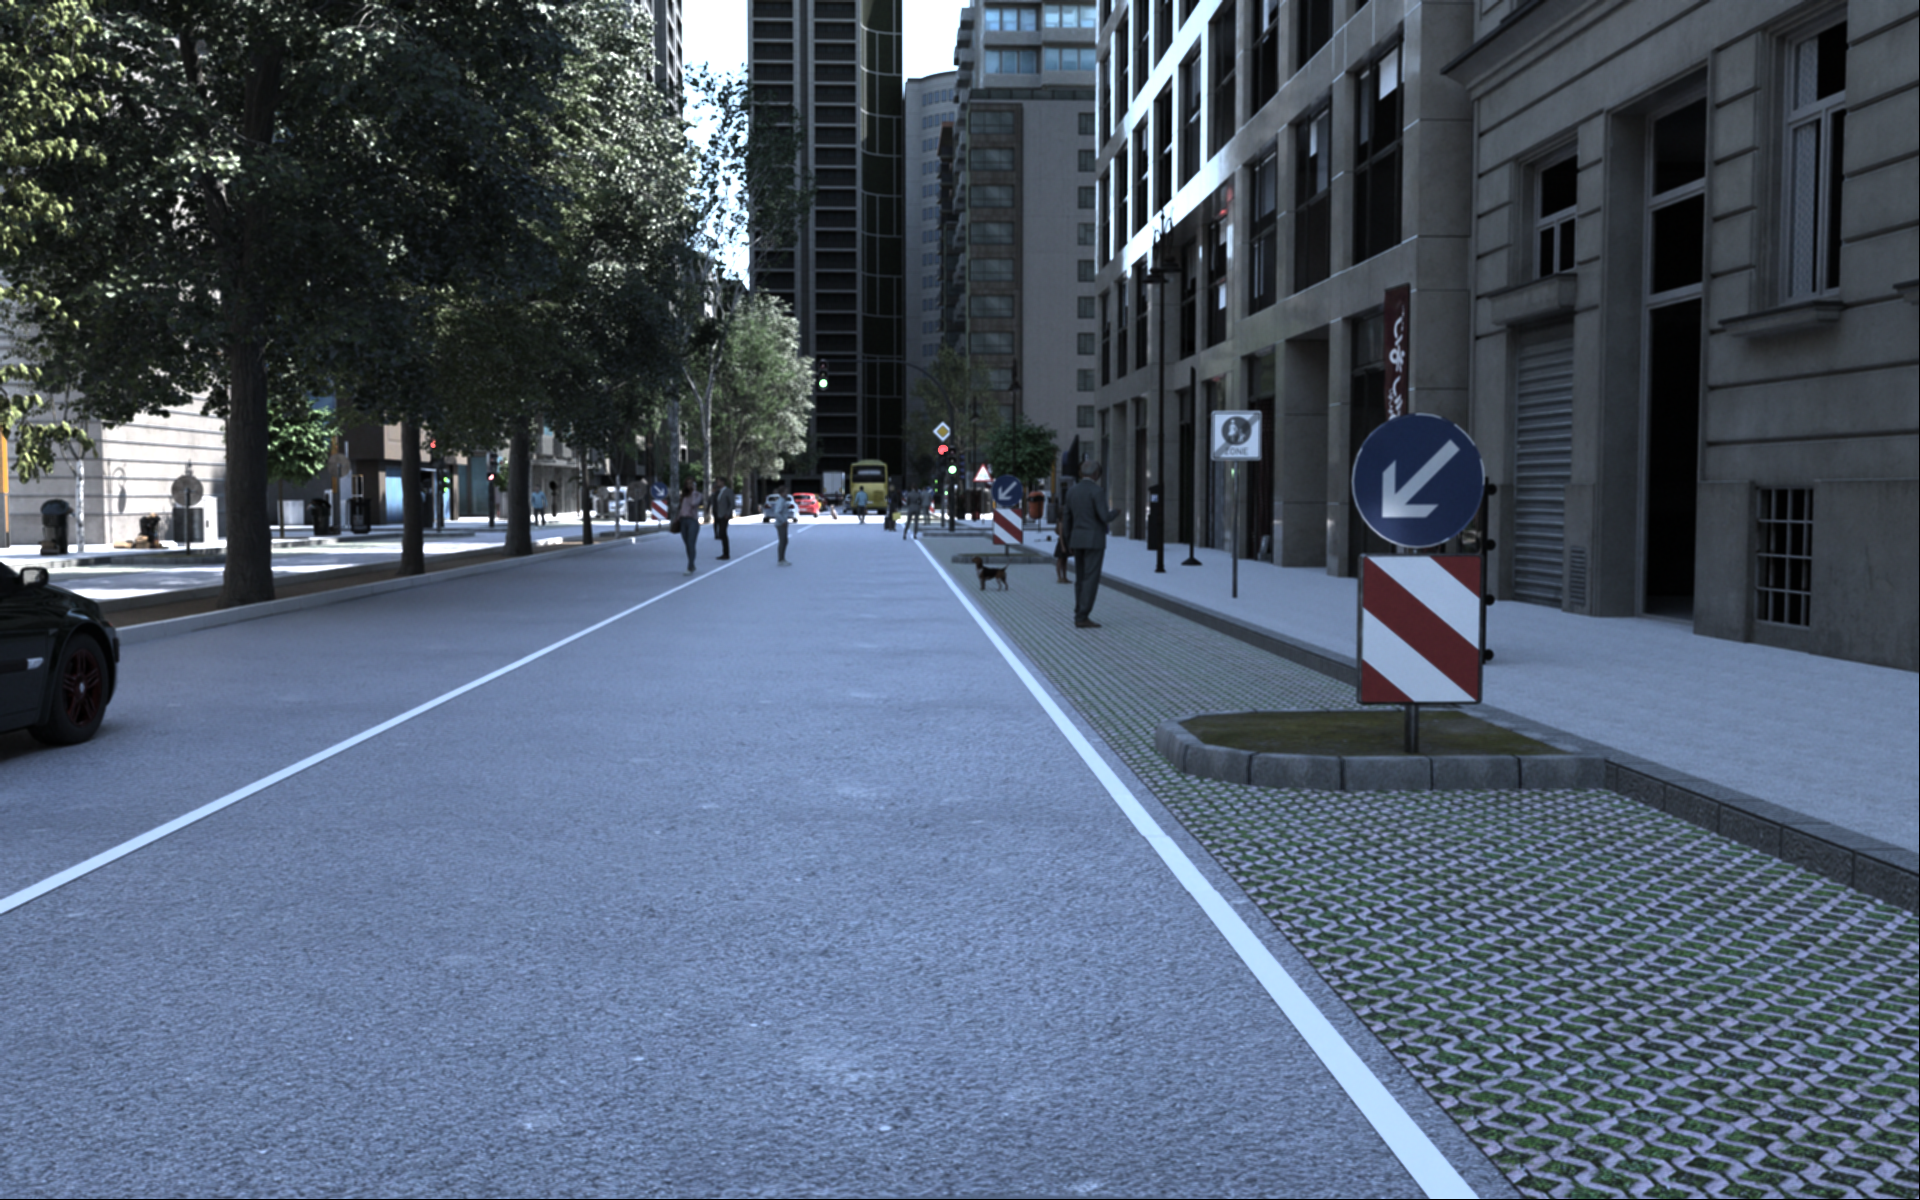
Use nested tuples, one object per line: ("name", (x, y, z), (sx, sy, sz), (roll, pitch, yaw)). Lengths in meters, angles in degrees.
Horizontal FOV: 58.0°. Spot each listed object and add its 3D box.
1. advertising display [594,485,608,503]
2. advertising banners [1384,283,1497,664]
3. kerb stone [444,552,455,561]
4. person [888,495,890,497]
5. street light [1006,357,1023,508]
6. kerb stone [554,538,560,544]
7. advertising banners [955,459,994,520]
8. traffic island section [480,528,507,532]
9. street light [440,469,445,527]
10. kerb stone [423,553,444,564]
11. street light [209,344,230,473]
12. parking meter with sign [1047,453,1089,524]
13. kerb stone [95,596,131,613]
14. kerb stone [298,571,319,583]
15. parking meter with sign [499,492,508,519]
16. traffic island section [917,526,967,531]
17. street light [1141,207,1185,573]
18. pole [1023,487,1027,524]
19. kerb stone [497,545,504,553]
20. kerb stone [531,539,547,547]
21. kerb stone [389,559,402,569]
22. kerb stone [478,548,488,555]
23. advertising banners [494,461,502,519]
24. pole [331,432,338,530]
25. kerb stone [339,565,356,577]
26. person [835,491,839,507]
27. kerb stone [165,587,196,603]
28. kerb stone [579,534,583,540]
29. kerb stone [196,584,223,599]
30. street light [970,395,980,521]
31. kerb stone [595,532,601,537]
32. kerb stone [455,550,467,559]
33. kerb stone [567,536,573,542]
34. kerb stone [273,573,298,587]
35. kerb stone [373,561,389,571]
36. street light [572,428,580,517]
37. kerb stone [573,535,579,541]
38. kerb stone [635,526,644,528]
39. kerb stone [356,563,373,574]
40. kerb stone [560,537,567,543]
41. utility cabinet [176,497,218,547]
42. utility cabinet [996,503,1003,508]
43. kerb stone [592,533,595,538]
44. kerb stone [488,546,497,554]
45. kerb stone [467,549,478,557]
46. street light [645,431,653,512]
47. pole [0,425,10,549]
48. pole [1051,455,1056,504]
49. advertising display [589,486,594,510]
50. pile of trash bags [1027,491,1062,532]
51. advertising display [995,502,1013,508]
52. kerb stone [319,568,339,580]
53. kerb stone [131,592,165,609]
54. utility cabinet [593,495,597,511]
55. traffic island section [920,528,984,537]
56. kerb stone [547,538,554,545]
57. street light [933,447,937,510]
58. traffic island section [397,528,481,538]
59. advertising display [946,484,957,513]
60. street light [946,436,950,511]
("advertising display", (-26.552, -7.543, 128.544), (0.974, 1.923, 0.123), (2, 4, 24))
("advertising banners", (3.796, -1.083, 13.893), (0.090, 3.025, 2.074), (-1, 4, -9))
("kerb stone", (-11.100, -0.923, 37.283), (0.120, 0.150, 1.000), (0, 4, -3))
("person", (-7.683, -10.404, 178.693), (1.348, 1.812, 0.705), (-2, 4, -29))
("street light", (1.837, -5.252, 58.659), (0.468, 5.910, 1.993), (0, 4, -3))
("kerb stone", (-11.672, -1.676, 49.601), (0.120, 0.150, 1.000), (0, 4, -3))
("advertising banners", (0.765, -5.538, 86.740), (2.074, 3.025, 0.090), (1, 4, 16))
("traffic island section", (-17.912, -2.687, 66.205), (2.009, 0.180, 2.903), (0, 4, -3))
("street light", (-19.955, -5.738, 66.600), (0.468, 5.910, 1.993), (0, 4, -3))
("kerb stone", (-11.039, -0.860, 36.262), (0.120, 0.150, 1.000), (0, 4, -3))
("street light", (-18.999, -4.410, 44.894), (0.468, 5.910, 1.993), (0, 4, -3))
("parking meter with sign", (4.592, -4.771, 74.260), (1.738, 3.016, 0.543), (1, 4, 23))
("kerb stone", (-10.319, 0.079, 20.902), (0.120, 0.150, 1.000), (0, 4, -3))
("kerb stone", (-10.660, -0.359, 28.069), (0.120, 0.150, 1.000), (0, 4, -3))
("parking meter with sign", (-23.319, -5.676, 89.060), (1.738, 3.016, 0.543), (-3, 5, -41))
("traffic island section", (-0.640, -2.736, 67.015), (2.009, 0.180, 2.903), (0, 4, -3))
("street light", (3.283, -3.390, 28.220), (0.468, 5.910, 1.993), (0, 4, -3))
("pole", (2.742, -4.886, 73.731), (0.158, 3.312, 0.155), (0, 3, 0))
("kerb stone", (-11.331, -1.236, 42.401), (0.120, 0.150, 1.000), (0, 4, -3))
("kerb stone", (-11.576, -1.548, 47.540), (0.120, 0.150, 1.000), (0, 4, -3))
("kerb stone", (-10.908, -0.673, 33.192), (0.120, 0.150, 1.000), (0, 4, -3))
("kerb stone", (-11.232, -1.102, 40.358), (0.120, 0.150, 1.000), (0, 4, -3))
("advertising banners", (-24.244, -5.795, 90.932), (0.090, 3.025, 2.074), (0, 4, -1))
("pole", (-19.935, -3.758, 55.283), (0.158, 3.312, 0.155), (0, 3, 0))
("kerb stone", (-10.761, -0.485, 30.125), (0.120, 0.150, 1.000), (0, 4, -3))
("person", (-13.846, -11.397, 195.531), (0.721, 1.739, 1.217), (1, 4, 9))
("kerb stone", (-10.416, -0.046, 22.953), (0.120, 0.150, 1.000), (0, 4, -3))
("kerb stone", (-11.864, -1.927, 53.701), (0.120, 0.150, 1.000), (0, 4, -3))
("kerb stone", (-10.458, -0.109, 23.974), (0.120, 0.150, 1.000), (0, 4, -3))
("street light", (0.688, -6.623, 81.074), (0.468, 5.910, 1.993), (0, 4, -3))
("kerb stone", (-12.071, -2.177, 57.783), (0.120, 0.150, 1.000), (0, 4, -3))
("kerb stone", (-11.134, -0.985, 38.308), (0.120, 0.150, 1.000), (0, 4, -3))
("kerb stone", (-11.780, -1.801, 51.649), (0.120, 0.150, 1.000), (0, 4, -3))
("kerb stone", (-10.613, -0.296, 27.042), (0.120, 0.150, 1.000), (0, 4, -3))
("kerb stone", (-10.856, -0.610, 32.169), (0.120, 0.150, 1.000), (0, 4, -3))
("street light", (-21.295, -7.565, 96.481), (0.468, 5.910, 1.993), (0, 4, -3))
("kerb stone", (-11.817, -1.864, 52.671), (0.120, 0.150, 1.000), (0, 4, -3))
("kerb stone", (-12.525, -2.771, 67.499), (0.120, 0.150, 1.000), (0, 4, -3))
("kerb stone", (-10.815, -0.547, 31.145), (0.120, 0.150, 1.000), (0, 4, -3))
("kerb stone", (-11.728, -1.736, 50.629), (0.120, 0.150, 1.000), (0, 4, -3))
("utility cabinet", (-18.644, -1.906, 42.329), (0.306, 1.237, 1.020), (2, 4, 24))
("utility cabinet", (1.913, -4.497, 84.685), (0.306, 1.237, 1.020), (0, 4, -1))
("kerb stone", (-11.968, -2.049, 55.742), (0.120, 0.150, 1.000), (0, 4, -3))
("kerb stone", (-11.286, -1.171, 41.379), (0.120, 0.150, 1.000), (0, 4, -3))
("kerb stone", (-11.188, -1.048, 39.330), (0.120, 0.150, 1.000), (0, 4, -3))
("street light", (-22.783, -9.442, 127.165), (0.468, 5.910, 1.993), (0, 4, -3))
("pole", (-22.439, -2.860, 40.598), (0.158, 3.312, 0.155), (0, 3, 0))
("pole", (4.055, -4.975, 75.185), (0.158, 3.312, 0.155), (0, 3, 0))
("advertising display", (-28.971, -8.017, 136.283), (0.123, 1.923, 0.974), (3, 5, 43))
("pile of trash bags", (3.859, -3.001, 58.818), (3.447, 1.369, 1.912), (-2, 4, -24))
("advertising display", (2.237, -5.043, 87.674), (0.974, 1.923, 0.123), (0, 4, 3))
("kerb stone", (-10.699, -0.422, 29.101), (0.120, 0.150, 1.000), (0, 4, -3))
("kerb stone", (-10.364, 0.018, 21.927), (0.120, 0.150, 1.000), (0, 4, -3))
("utility cabinet", (-27.194, -7.229, 129.363), (0.306, 1.237, 1.020), (0, 4, 0))
("traffic island section", (-0.262, -2.248, 59.039), (2.009, 0.180, 2.903), (0, 4, -3))
("kerb stone", (-11.625, -1.613, 48.573), (0.120, 0.150, 1.000), (0, 4, -3))
("street light", (-2.085, -10.304, 141.257), (0.468, 5.910, 1.993), (0, 4, -3))
("traffic island section", (-17.535, -2.199, 58.229), (2.009, 0.180, 2.903), (0, 4, -3))
("advertising display", (-0.546, -6.718, 115.060), (0.974, 1.923, 0.123), (-3, 5, -39))
("street light", (-0.716, -8.468, 111.239), (0.468, 5.910, 1.993), (0, 4, -3))
